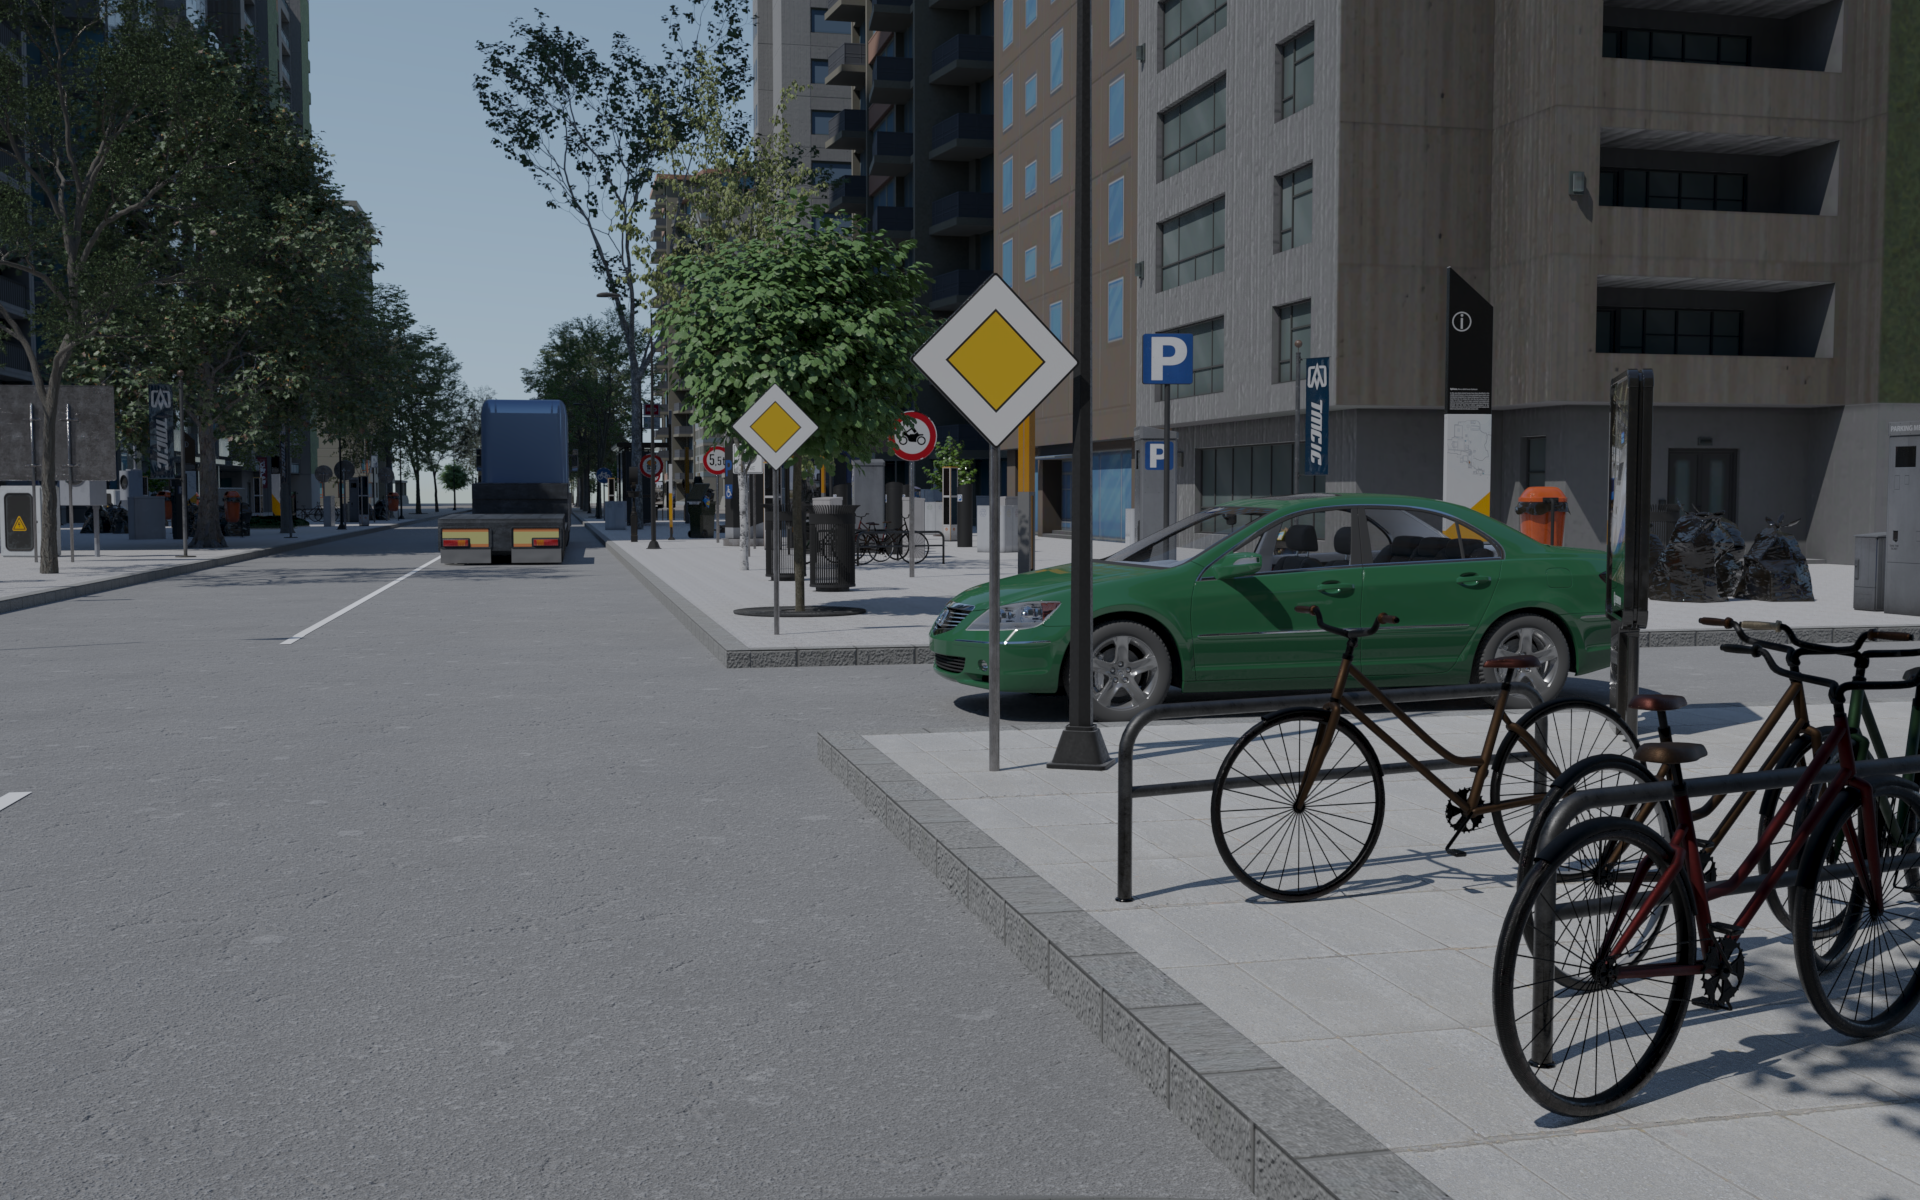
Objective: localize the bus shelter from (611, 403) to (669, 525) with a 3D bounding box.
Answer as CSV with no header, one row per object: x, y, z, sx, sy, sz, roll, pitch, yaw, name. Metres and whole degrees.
-13.734,-5.896,74.036,2.179,5.291,8.768,-1,4,-13,bus shelter

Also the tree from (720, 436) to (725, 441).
-8.668,-7.587,74.409,4.360,8.622,3.978,0,3,0,tree

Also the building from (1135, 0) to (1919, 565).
12.501,-16.169,36.057,14.107,30.474,14.160,-1,4,-13,building

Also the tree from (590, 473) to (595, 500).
-32.739,-9.779,154.488,1.663,3.219,1.824,0,3,0,tree

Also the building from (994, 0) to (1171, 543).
9.439,-24.451,49.881,14.600,45.320,14.200,-1,4,-13,building

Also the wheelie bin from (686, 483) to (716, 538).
-7.547,-2.610,50.578,0.980,1.594,0.693,3,4,38,wheelie bin

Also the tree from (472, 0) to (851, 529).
-10.328,-12.594,61.800,12.611,20.169,13.585,0,3,0,tree

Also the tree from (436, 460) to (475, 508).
-46.060,-10.644,157.745,4.285,4.588,4.351,0,3,0,tree

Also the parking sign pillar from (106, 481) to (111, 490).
-36.465,-5.217,73.767,1.447,3.967,1.447,-2,4,-26,parking sign pillar

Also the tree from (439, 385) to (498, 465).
-53.484,-17.287,193.018,12.009,13.543,11.850,0,3,0,tree

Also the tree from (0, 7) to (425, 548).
-18.077,-7.607,41.377,9.611,12.733,9.660,0,3,0,tree

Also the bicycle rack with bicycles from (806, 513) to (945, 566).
-1.710,-1.140,32.014,2.925,0.926,2.852,-2,4,-29,bicycle rack with bicycles

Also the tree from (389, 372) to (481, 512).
-37.630,-11.620,124.393,8.767,10.594,7.601,-1,4,-17,tree

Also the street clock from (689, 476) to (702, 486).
-10.568,-3.998,69.931,0.358,2.002,0.471,1,4,9,street clock

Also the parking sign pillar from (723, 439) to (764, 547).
-5.169,-3.332,42.953,1.447,3.967,1.447,-3,4,-36,parking sign pillar

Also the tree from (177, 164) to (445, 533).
-21.795,-8.443,56.168,7.486,12.596,7.792,0,3,0,tree

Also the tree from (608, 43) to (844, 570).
-3.639,-4.789,28.668,4.737,8.622,4.395,0,3,0,tree

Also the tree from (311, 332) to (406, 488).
-25.212,-7.496,72.921,4.360,8.622,3.978,0,3,0,tree

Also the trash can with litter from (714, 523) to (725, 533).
-7.638,-2.820,57.493,0.624,1.170,1.055,3,4,38,trash can with litter

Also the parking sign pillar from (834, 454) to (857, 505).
-3.608,-4.112,55.708,1.447,3.967,1.447,1,4,20,parking sign pillar

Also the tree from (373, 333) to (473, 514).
-34.998,-11.331,111.022,9.928,11.665,9.643,0,3,0,tree

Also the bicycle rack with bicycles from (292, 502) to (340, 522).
-29.470,-4.113,80.631,2.925,0.926,2.852,-1,4,-15,bicycle rack with bicycles

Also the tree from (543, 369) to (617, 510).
-31.465,-13.692,141.990,7.486,12.596,7.792,0,3,0,tree

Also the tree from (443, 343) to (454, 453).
-31.338,-10.728,93.523,7.486,12.596,7.792,0,3,0,tree

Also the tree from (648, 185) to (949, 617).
-1.663,-2.135,18.623,4.285,4.588,4.351,0,3,0,tree

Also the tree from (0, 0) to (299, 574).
-14.640,-5.680,27.276,8.767,10.594,7.601,-1,4,-12,tree

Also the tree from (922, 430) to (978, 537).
-0.432,-3.539,52.468,1.663,3.219,1.824,0,3,0,tree

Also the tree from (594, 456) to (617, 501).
-17.157,-5.636,86.748,1.663,3.219,1.824,0,3,0,tree

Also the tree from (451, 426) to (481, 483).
-49.083,-13.718,174.645,4.360,8.622,3.978,0,3,0,tree

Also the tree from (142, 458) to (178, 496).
-35.480,-4.987,76.134,1.663,3.219,1.824,0,3,0,tree

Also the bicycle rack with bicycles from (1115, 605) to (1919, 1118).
1.901,0.513,4.996,2.925,0.926,2.852,-2,4,-25,bicycle rack with bicycles

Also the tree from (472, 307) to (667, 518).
-19.662,-10.335,94.740,9.928,11.665,9.643,0,3,0,tree

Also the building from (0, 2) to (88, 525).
-47.724,-38.569,68.849,20.563,71.187,20.611,-1,4,-13,building

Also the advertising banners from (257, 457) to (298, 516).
-32.470,-5.274,82.413,0.090,3.025,2.074,3,4,37,advertising banners

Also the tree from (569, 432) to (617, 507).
-38.148,-15.668,173.175,9.611,12.733,9.660,0,3,0,tree

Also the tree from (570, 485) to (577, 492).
-40.975,-14.525,187.848,4.360,8.622,3.978,0,3,0,tree

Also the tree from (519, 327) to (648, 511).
-28.090,-13.628,129.479,9.857,13.997,8.962,0,3,0,tree

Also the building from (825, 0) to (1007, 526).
5.645,-25.973,79.290,22.147,44.769,28.867,-1,4,-13,building

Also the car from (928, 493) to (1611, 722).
2.211,-0.010,11.957,4.920,1.459,2.131,-1,4,-13,car

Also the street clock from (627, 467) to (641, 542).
-8.699,-2.547,46.207,0.358,2.002,0.471,-1,4,-10,street clock

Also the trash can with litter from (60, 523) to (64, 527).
-35.185,-3.384,66.718,0.624,1.170,1.055,2,4,33,trash can with litter

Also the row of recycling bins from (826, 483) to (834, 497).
-4.932,-3.674,67.180,1.069,1.692,3.534,1,4,20,row of recycling bins

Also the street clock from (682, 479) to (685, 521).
-13.014,-4.748,82.203,0.358,2.002,0.471,-2,4,-29,street clock
